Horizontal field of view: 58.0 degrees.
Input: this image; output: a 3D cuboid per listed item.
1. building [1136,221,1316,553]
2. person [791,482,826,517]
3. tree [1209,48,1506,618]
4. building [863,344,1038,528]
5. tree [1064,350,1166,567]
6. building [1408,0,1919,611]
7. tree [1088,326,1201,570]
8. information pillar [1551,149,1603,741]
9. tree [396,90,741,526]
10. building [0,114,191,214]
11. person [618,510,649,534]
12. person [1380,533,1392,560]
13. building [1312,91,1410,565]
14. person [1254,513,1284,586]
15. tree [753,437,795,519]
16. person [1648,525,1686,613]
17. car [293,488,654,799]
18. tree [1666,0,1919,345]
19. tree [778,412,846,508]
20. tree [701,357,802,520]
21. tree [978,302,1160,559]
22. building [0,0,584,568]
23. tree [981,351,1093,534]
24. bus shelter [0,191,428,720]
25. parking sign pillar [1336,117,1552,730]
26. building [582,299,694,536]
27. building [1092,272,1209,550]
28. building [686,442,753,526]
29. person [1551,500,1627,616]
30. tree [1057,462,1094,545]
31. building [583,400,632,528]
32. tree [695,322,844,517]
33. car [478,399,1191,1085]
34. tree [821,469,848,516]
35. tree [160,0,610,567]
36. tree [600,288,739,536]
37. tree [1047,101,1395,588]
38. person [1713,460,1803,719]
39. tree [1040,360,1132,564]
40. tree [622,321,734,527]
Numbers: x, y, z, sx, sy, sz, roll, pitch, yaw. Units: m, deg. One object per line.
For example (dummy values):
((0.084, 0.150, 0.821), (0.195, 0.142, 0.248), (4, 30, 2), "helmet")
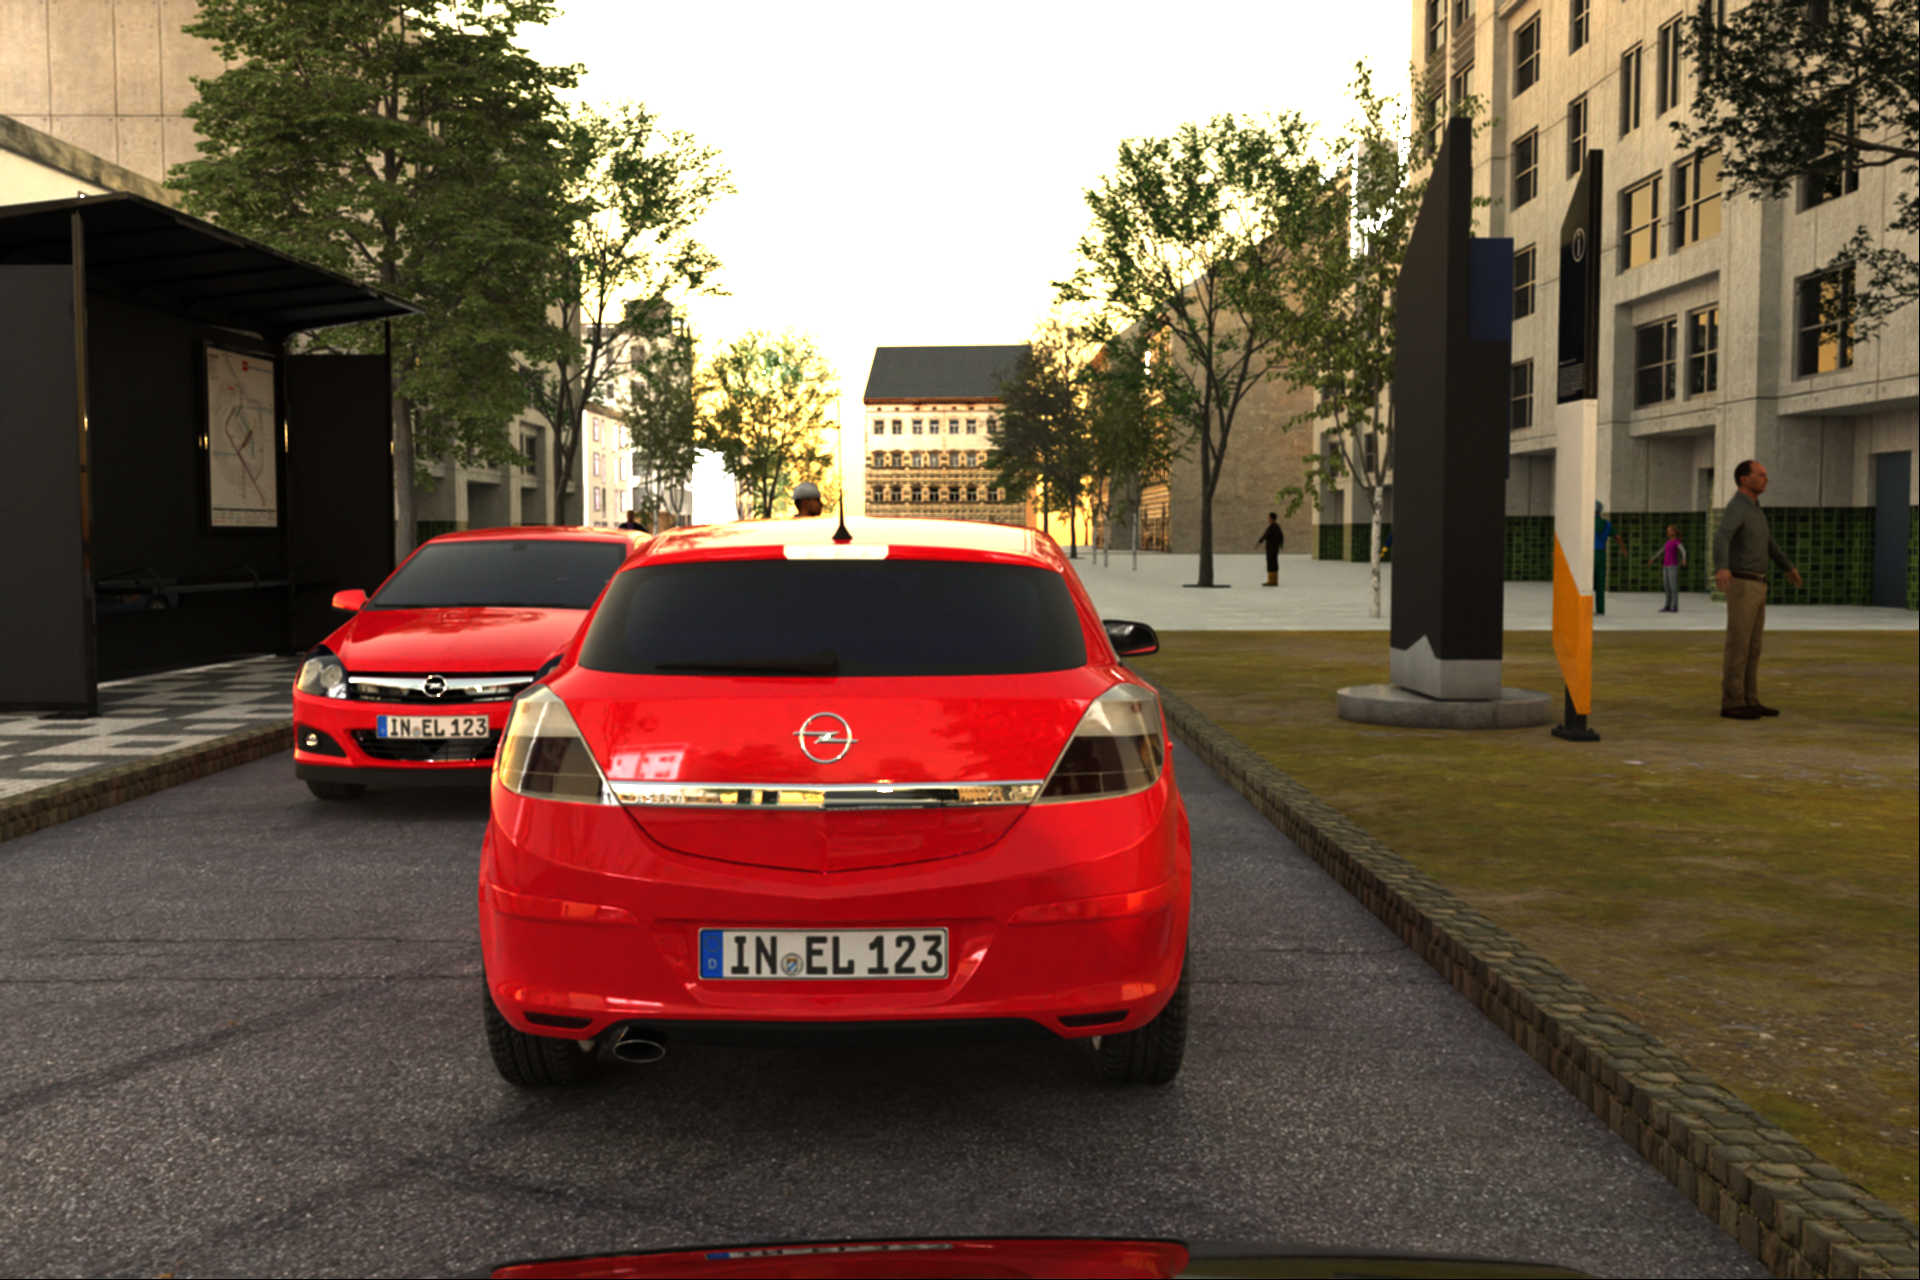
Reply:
((23.392, -18.048, 126.016), (19.493, 23.208, 18.063), (0, 4, -1), "building")
((-1.154, -0.302, 13.372), (0.705, 1.833, 1.349), (0, 4, -3), "person")
((6.273, -4.664, 26.620), (4.737, 8.622, 4.395), (0, 3, 0), "tree")
((-0.684, -22.438, 200.242), (18.063, 23.208, 19.493), (0, 4, 7), "building")
((5.496, -7.146, 67.205), (4.360, 8.622, 3.978), (0, 3, 0), "tree")
((22.599, -10.561, 39.130), (16.747, 18.905, 31.486), (0, 4, 0), "building")
((6.383, -6.804, 61.608), (4.737, 8.622, 4.395), (0, 3, 0), "tree")
((3.863, -1.192, 10.850), (0.183, 3.616, 0.504), (0, 4, -1), "information pillar")
((-9.216, -7.007, 40.326), (9.928, 11.665, 9.643), (0, 3, 0), "tree")
((-23.675, -6.192, 43.384), (9.099, 9.664, 28.070), (0, 3, 0), "building")
((-7.145, -1.918, 37.580), (1.346, 1.802, 0.704), (0, 4, -3), "person")
((6.989, -1.253, 26.463), (1.349, 1.833, 0.705), (-1, 4, -17), "person")
((26.247, -12.509, 70.975), (16.747, 18.905, 31.486), (0, 4, -1), "building")
((7.693, -2.244, 42.823), (0.704, 1.812, 1.346), (3, 4, 39), "person")
((-22.247, -17.263, 200.373), (7.486, 12.596, 7.792), (0, 3, 0), "tree")
((11.590, -1.168, 28.359), (0.599, 1.433, 0.991), (-1, 4, -11), "person")
((-2.629, -0.102, 10.709), (2.155, 1.783, 4.494), (0, 4, -1), "car")
((10.145, -4.931, 15.029), (8.767, 10.594, 7.601), (3, 4, 38), "tree")
((-9.540, -9.361, 103.420), (4.360, 8.622, 3.978), (0, 3, 0), "tree")
((-9.008, -7.463, 72.375), (4.737, 8.622, 4.395), (0, 3, 0), "tree")
((5.871, -11.019, 90.530), (12.009, 13.543, 11.850), (0, 3, 0), "tree")
((-27.498, -12.655, 73.370), (16.747, 18.905, 31.486), (0, 4, -1), "building")
((5.179, -11.543, 106.858), (7.486, 12.596, 7.792), (0, 3, 0), "tree")
((-6.471, -1.453, 15.039), (1.731, 3.624, 6.357), (0, 4, 2), "bus shelter")
((3.363, -1.436, 11.953), (1.447, 3.967, 1.447), (0, 4, -1), "parking sign pillar")
((-28.684, -17.397, 140.853), (16.016, 20.090, 11.380), (0, 4, 0), "building")
((21.184, -19.314, 146.718), (19.493, 23.208, 18.063), (0, 4, 0), "building")
((-24.874, -14.013, 171.265), (9.099, 9.664, 28.070), (0, 4, -1), "building")
((9.935, -1.290, 27.212), (1.347, 1.817, 0.704), (-1, 4, -14), "person")
((14.366, -16.644, 197.889), (9.928, 11.665, 9.643), (0, 3, 0), "tree")
((-27.734, -11.034, 122.551), (9.099, 9.664, 28.070), (0, 4, 0), "building")
((-9.488, -9.774, 85.556), (9.928, 11.665, 9.643), (0, 3, 0), "tree")
((-0.327, 0.186, 5.994), (2.155, 1.783, 4.494), (0, 4, -1), "car")
((-14.752, -14.959, 194.943), (4.737, 8.622, 4.395), (0, 3, 0), "tree")
((-9.536, -6.768, 28.784), (7.486, 12.596, 7.792), (0, 3, 0), "tree")
((-9.456, -6.243, 52.429), (4.360, 8.622, 3.978), (0, 3, 0), "tree")
((6.113, -7.081, 41.532), (9.928, 11.665, 9.643), (0, 3, 0), "tree")
((5.529, -0.358, 12.117), (1.348, 1.796, 0.705), (-3, 5, -44), "person")
((5.745, -7.499, 72.976), (4.360, 8.622, 3.978), (0, 3, 0), "tree")
((-9.894, -6.728, 60.366), (4.737, 8.622, 4.395), (0, 3, 0), "tree")
